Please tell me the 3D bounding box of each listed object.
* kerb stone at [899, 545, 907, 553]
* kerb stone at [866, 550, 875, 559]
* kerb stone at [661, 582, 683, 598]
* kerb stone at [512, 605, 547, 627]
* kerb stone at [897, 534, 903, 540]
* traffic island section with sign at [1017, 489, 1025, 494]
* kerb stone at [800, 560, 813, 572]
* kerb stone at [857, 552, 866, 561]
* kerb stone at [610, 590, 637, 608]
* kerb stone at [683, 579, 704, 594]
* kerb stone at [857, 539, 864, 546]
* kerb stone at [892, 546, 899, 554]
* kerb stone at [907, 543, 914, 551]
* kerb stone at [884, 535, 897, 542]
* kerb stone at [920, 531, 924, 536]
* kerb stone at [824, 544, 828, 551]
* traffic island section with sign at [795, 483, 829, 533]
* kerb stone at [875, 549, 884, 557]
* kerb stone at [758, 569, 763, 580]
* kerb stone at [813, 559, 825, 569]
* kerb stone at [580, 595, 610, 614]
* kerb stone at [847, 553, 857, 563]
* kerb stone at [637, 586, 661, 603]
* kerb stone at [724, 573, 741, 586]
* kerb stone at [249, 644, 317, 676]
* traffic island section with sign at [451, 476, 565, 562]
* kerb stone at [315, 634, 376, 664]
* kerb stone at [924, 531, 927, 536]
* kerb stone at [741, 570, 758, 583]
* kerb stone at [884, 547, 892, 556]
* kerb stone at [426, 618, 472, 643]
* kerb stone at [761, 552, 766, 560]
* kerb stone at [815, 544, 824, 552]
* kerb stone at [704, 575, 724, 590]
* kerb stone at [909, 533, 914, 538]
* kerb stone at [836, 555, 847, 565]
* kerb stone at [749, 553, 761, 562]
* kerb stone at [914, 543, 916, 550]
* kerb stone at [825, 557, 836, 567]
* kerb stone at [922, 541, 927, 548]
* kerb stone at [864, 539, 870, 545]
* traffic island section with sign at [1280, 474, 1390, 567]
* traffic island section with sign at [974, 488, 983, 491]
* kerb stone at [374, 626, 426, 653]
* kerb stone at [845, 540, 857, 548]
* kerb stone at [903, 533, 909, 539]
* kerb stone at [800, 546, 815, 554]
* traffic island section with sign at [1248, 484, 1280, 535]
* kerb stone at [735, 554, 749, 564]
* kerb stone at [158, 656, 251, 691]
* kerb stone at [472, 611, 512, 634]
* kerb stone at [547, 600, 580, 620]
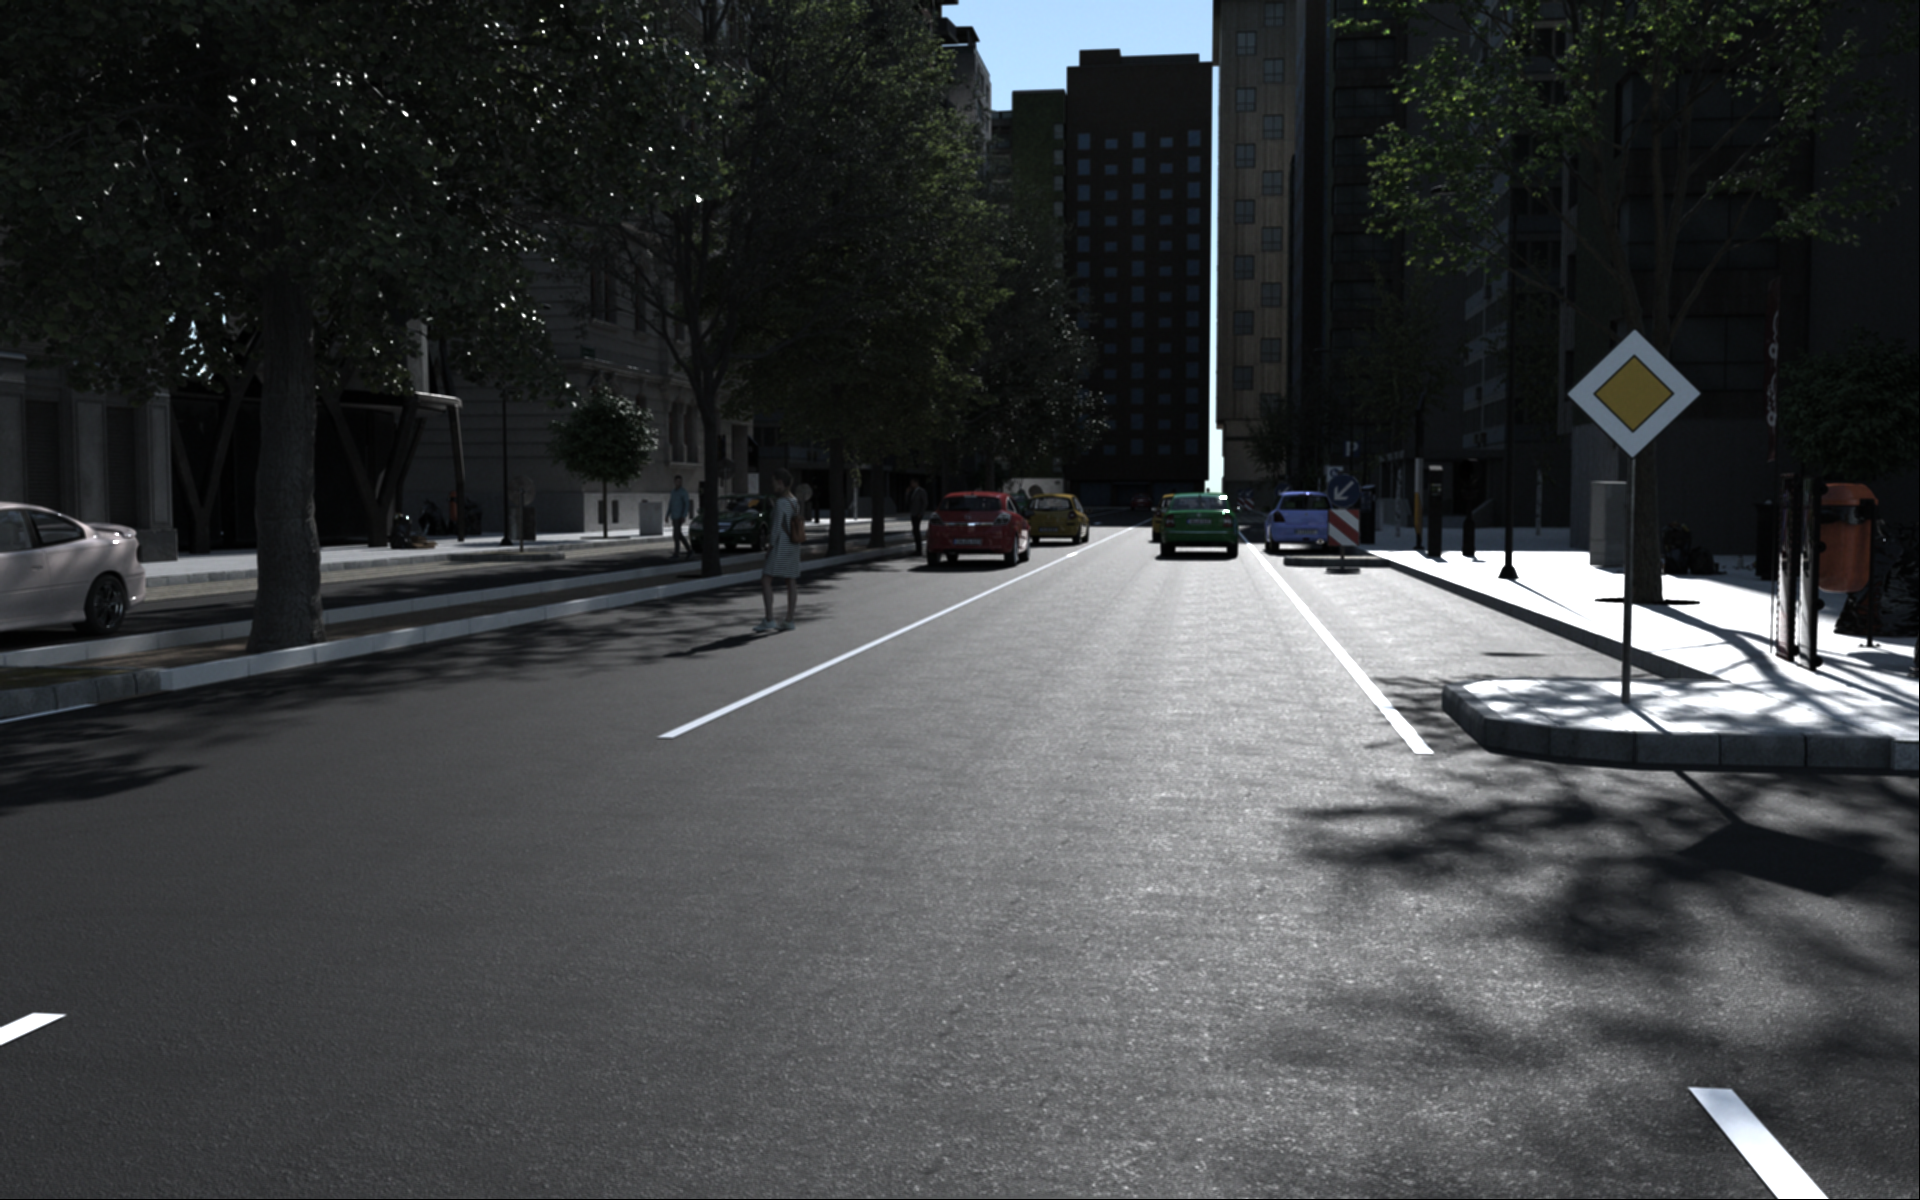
[{"bbox_3d":[-1.516,-1.240,42.471,0.120,0.150,1.000,0,4,8],"label":"kerb stone"},{"bbox_3d":[-2.087,-0.992,38.414,0.120,0.150,1.000,0,4,8],"label":"kerb stone"},{"bbox_3d":[-4.111,-0.124,24.217,0.120,0.150,1.000,0,4,8],"label":"kerb stone"},{"bbox_3d":[-4.836,0.189,19.148,0.120,0.150,1.000,0,4,8],"label":"kerb stone"},{"bbox_3d":[-1.990,-1.943,53.959,0.120,0.150,1.000,0,4,8],"label":"kerb stone"},{"bbox_3d":[5.002,-8.066,140.510,1.989,1.847,2.006,0,4,8],"label":"traffic island section with sign"},{"bbox_3d":[-2.957,-0.620,32.331,0.120,0.150,1.000,0,4,8],"label":"kerb stone"},{"bbox_3d":[-2.230,-0.930,37.398,0.120,0.150,1.000,0,4,8],"label":"kerb stone"},{"bbox_3d":[-4.399,0.000,22.192,0.120,0.150,1.000,0,4,8],"label":"kerb stone"},{"bbox_3d":[-3.972,-0.186,25.240,0.120,0.150,1.000,0,4,8],"label":"kerb stone"},{"bbox_3d":[-2.867,-1.570,47.863,0.120,0.150,1.000,0,4,8],"label":"kerb stone"},{"bbox_3d":[-1.657,-1.175,41.459,0.120,0.150,1.000,0,4,8],"label":"kerb stone"},{"bbox_3d":[-1.368,-1.302,43.483,0.120,0.150,1.000,0,4,8],"label":"kerb stone"},{"bbox_3d":[-2.150,-1.881,52.949,0.120,0.150,1.000,0,4,8],"label":"kerb stone"},{"bbox_3d":[-1.422,-2.186,58.015,0.120,0.150,1.000,0,4,8],"label":"kerb stone"},{"bbox_3d":[-3.446,-1.322,43.807,0.120,0.150,1.000,0,4,8],"label":"kerb stone"},{"bbox_3d":[-5.856,-3.394,64.123,1.989,1.847,2.006,0,4,8],"label":"traffic island section with sign"},{"bbox_3d":[-1.945,-1.052,39.428,0.120,0.150,1.000,0,4,8],"label":"kerb stone"},{"bbox_3d":[-3.388,-0.434,29.290,0.120,0.150,1.000,0,4,8],"label":"kerb stone"},{"bbox_3d":[-2.810,-0.682,33.345,0.120,0.150,1.000,0,4,8],"label":"kerb stone"},{"bbox_3d":[-4.546,0.062,21.179,0.120,0.150,1.000,0,4,8],"label":"kerb stone"},{"bbox_3d":[-2.383,-0.868,36.387,0.120,0.150,1.000,0,4,8],"label":"kerb stone"},{"bbox_3d":[-4.261,-0.062,23.205,0.120,0.150,1.000,0,4,8],"label":"kerb stone"},{"bbox_3d":[-3.678,-0.310,27.266,0.120,0.150,1.000,0,4,8],"label":"kerb stone"},{"bbox_3d":[-5.558,0.498,14.083,0.120,0.150,1.000,0,4,8],"label":"kerb stone"},{"bbox_3d":[-9.667,-1.762,37.433,1.989,1.847,2.006,0,4,8],"label":"traffic island section with sign"},{"bbox_3d":[-5.409,0.434,15.094,0.120,0.150,1.000,0,4,8],"label":"kerb stone"},{"bbox_3d":[-1.269,-2.253,59.025,0.120,0.150,1.000,0,4,8],"label":"kerb stone"},{"bbox_3d":[-3.534,-0.367,28.278,0.120,0.150,1.000,0,4,8],"label":"kerb stone"},{"bbox_3d":[-1.790,-1.113,40.445,0.120,0.150,1.000,0,4,8],"label":"kerb stone"},{"bbox_3d":[-5.121,0.310,17.123,0.120,0.150,1.000,0,4,8],"label":"kerb stone"},{"bbox_3d":[-4.309,-0.949,37.717,0.120,0.150,1.000,0,4,8],"label":"kerb stone"},{"bbox_3d":[-3.589,-1.258,42.795,0.120,0.150,1.000,0,4,8],"label":"kerb stone"},{"bbox_3d":[-3.818,-0.248,26.253,0.120,0.150,1.000,0,4,8],"label":"kerb stone"},{"bbox_3d":[-1.705,-2.063,55.986,0.120,0.150,1.000,0,4,8],"label":"kerb stone"},{"bbox_3d":[-2.525,-0.806,35.372,0.120,0.150,1.000,0,4,8],"label":"kerb stone"},{"bbox_3d":[-4.456,-0.887,36.705,0.120,0.150,1.000,0,4,8],"label":"kerb stone"},{"bbox_3d":[-1.226,-1.364,44.495,0.120,0.150,1.000,0,4,8],"label":"kerb stone"},{"bbox_3d":[-2.672,-0.741,34.359,0.120,0.150,1.000,0,4,8],"label":"kerb stone"},{"bbox_3d":[-1.085,-1.426,45.508,0.120,0.150,1.000,0,4,8],"label":"kerb stone"},{"bbox_3d":[-2.723,-1.629,48.875,0.120,0.150,1.000,0,4,8],"label":"kerb stone"},{"bbox_3d":[7.574,-1.612,34.977,1.989,1.847,2.006,0,4,8],"label":"traffic island section with sign"},{"bbox_3d":[1.216,-6.434,113.821,1.989,1.847,2.006,0,4,8],"label":"traffic island section with sign"},{"bbox_3d":[-5.270,0.372,16.107,0.120,0.150,1.000,0,4,8],"label":"kerb stone"},{"bbox_3d":[-3.011,-1.508,46.849,0.120,0.150,1.000,0,4,8],"label":"kerb stone"},{"bbox_3d":[-1.854,-2.003,54.974,0.120,0.150,1.000,0,4,8],"label":"kerb stone"},{"bbox_3d":[-3.732,-1.195,41.777,0.120,0.150,1.000,0,4,8],"label":"kerb stone"},{"bbox_3d":[11.425,-3.260,61.927,1.989,1.847,2.006,0,4,8],"label":"traffic island section with sign"},{"bbox_3d":[-4.594,-0.825,35.692,0.120,0.150,1.000,0,4,8],"label":"kerb stone"},{"bbox_3d":[-5.702,0.559,13.069,0.120,0.150,1.000,0,4,8],"label":"kerb stone"},{"bbox_3d":[-4.974,0.248,18.135,0.120,0.150,1.000,0,4,8],"label":"kerb stone"},{"bbox_3d":[-4.686,0.124,20.162,0.120,0.150,1.000,0,4,8],"label":"kerb stone"}]
